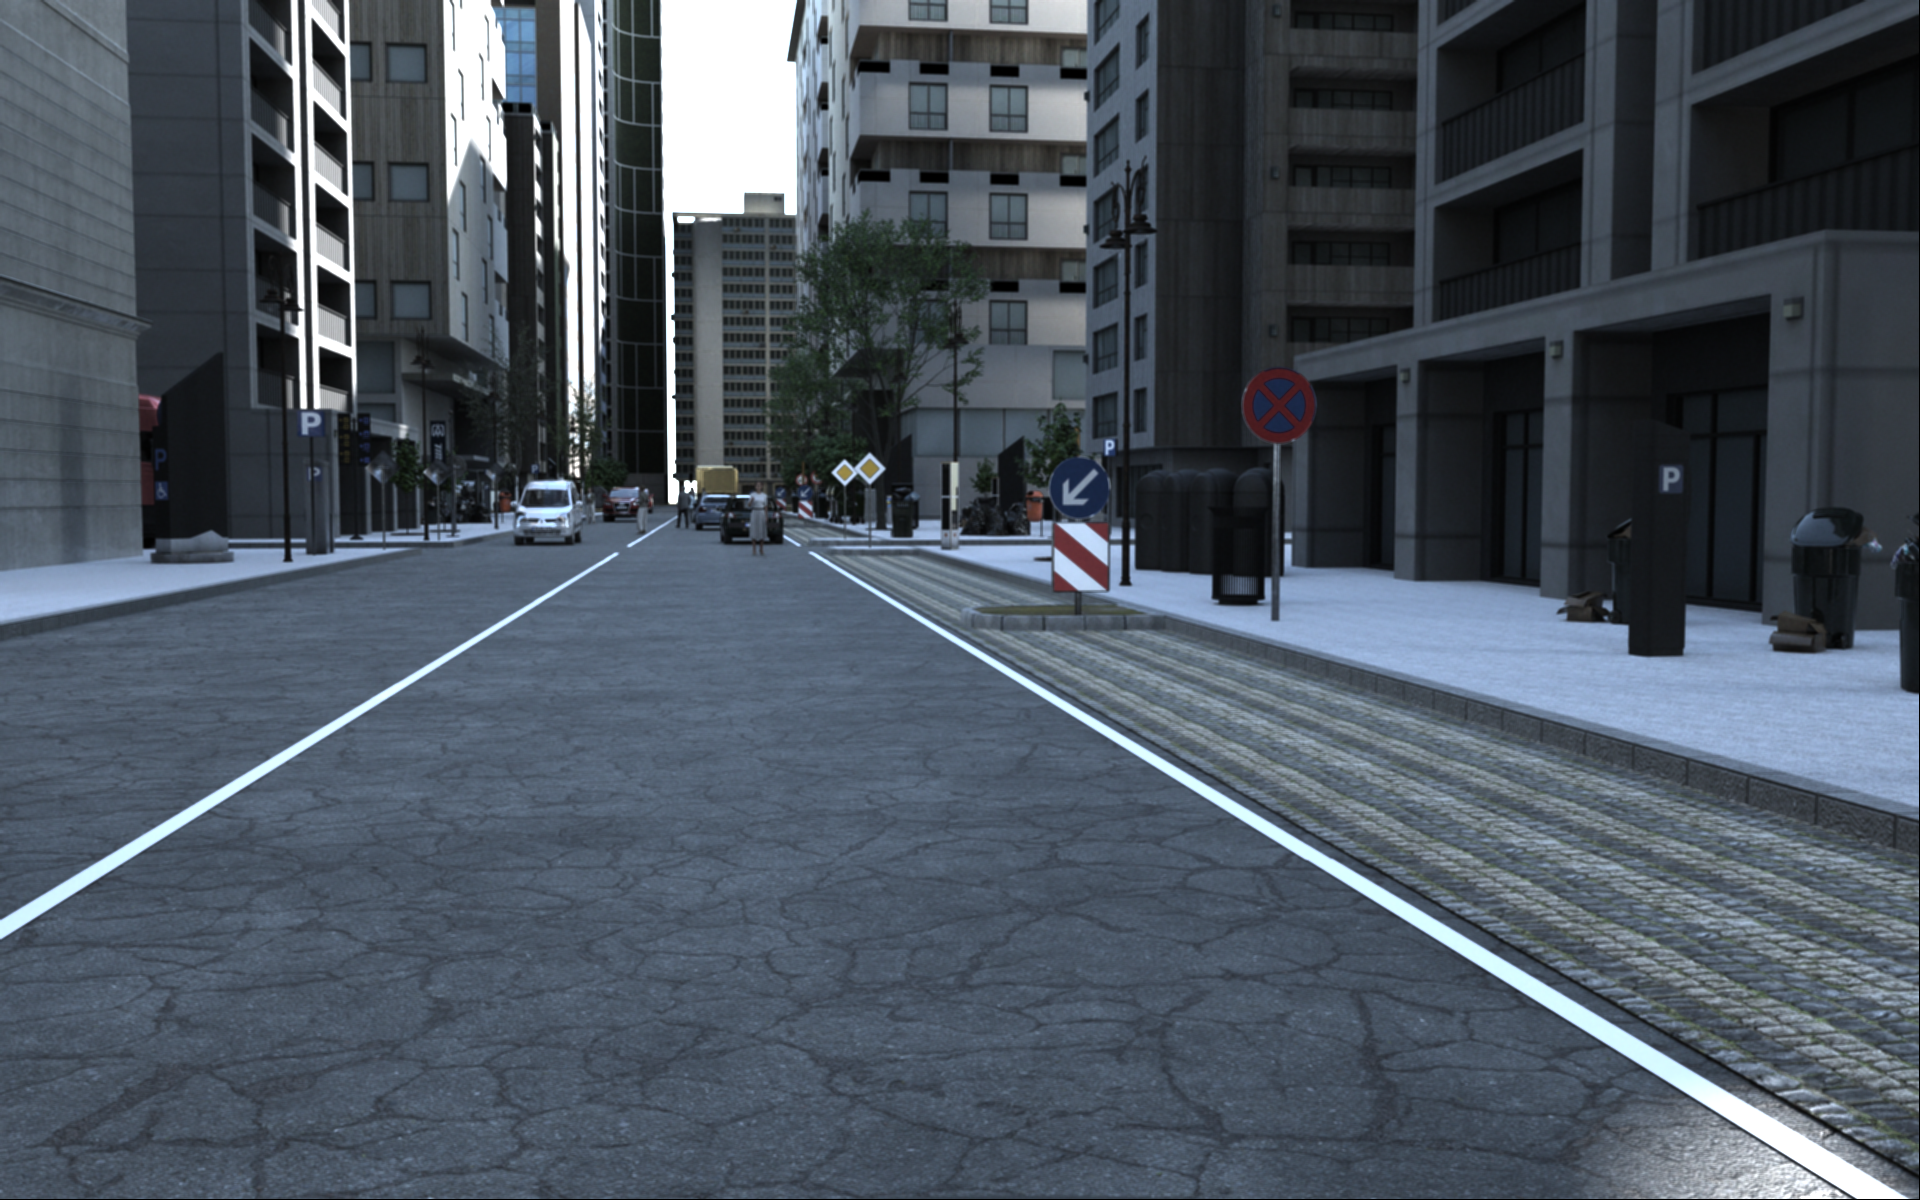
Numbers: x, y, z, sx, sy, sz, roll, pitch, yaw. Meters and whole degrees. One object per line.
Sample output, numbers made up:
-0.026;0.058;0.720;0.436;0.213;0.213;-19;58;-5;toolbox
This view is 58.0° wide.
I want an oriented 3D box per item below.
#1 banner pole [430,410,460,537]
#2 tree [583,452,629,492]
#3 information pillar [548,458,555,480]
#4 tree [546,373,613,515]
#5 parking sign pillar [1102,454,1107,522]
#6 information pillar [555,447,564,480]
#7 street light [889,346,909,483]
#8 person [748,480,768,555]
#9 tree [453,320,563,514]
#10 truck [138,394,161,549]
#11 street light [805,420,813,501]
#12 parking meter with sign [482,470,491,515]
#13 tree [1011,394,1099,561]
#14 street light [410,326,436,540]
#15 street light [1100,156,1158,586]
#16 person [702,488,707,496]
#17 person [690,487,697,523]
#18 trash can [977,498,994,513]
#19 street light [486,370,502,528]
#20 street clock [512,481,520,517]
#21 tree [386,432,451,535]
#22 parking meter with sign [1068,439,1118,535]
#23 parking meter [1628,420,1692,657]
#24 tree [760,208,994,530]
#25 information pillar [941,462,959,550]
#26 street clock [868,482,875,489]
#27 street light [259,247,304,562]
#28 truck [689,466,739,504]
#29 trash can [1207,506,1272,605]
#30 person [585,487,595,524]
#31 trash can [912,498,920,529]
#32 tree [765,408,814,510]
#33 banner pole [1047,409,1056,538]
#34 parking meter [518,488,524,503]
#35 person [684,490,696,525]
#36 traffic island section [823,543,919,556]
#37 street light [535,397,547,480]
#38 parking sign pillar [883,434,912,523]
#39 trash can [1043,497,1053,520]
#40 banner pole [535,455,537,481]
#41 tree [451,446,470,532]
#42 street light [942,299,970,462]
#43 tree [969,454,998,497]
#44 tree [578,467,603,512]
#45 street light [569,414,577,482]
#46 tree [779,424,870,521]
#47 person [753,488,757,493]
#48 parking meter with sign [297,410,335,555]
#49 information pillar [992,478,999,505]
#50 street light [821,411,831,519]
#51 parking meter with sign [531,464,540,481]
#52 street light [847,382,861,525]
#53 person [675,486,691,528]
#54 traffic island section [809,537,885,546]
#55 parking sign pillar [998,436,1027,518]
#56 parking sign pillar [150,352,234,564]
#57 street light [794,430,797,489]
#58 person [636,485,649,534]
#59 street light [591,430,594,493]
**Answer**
-15.477;-3.789;51.961;0.863;3.779;0.401;0;4;1;banner pole
-29.240;-9.846;144.698;4.285;4.588;4.351;0;3;0;tree
-26.611;-7.443;113.055;0.504;3.616;0.183;0;4;8;information pillar
-23.155;-9.511;105.874;4.737;8.622;4.395;0;3;0;tree
6.575;-5.129;72.334;1.447;3.967;1.447;2;4;35;parking sign pillar
-19.778;-5.789;86.000;0.183;3.616;0.504;0;4;6;information pillar
-1.903;-4.980;54.204;0.468;5.910;1.993;0;4;-8;street light
-4.733;-1.933;40.680;0.480;1.755;0.524;-1;4;-22;person
-18.826;-7.464;72.401;4.360;8.622;3.978;0;3;0;tree
-23.587;-3.200;41.232;11.283;4.237;2.839;-1;4;-8;truck
-9.197;-8.130;105.705;0.468;5.910;1.993;0;4;-8;street light
-29.749;-6.885;108.834;0.543;3.016;1.738;-2;4;-26;parking meter with sign
2.036;-2.377;33.468;1.663;3.219;1.824;0;3;0;tree
-14.775;-4.587;47.793;0.468;5.910;1.993;0;4;-8;street light
2.324;-3.140;24.122;0.468;5.910;1.993;0;4;-8;street light
-15.680;-5.968;106.192;0.853;1.813;0.709;-3;4;-39;person
-13.162;-4.705;85.613;0.473;1.802;0.592;2;4;24;person
1.056;-3.669;71.646;0.748;1.137;0.748;0;3;0;trash can
-17.320;-5.612;64.548;0.468;5.910;1.993;0;4;-8;street light
-24.049;-5.465;93.917;0.358;2.002;0.471;-3;5;-42;street clock
-17.156;-3.641;54.128;1.663;3.219;1.824;0;3;0;tree
4.127;-3.544;54.201;1.738;3.016;0.543;-3;5;-41;parking meter with sign
5.560;-0.492;13.753;0.399;1.863;0.255;-1;4;-16;parking meter
-2.734;-8.327;61.902;9.928;11.665;9.643;0;3;0;tree
-0.234;-2.172;40.007;0.304;2.012;0.304;3;4;39;information pillar
-4.329;-4.895;84.608;0.358;2.002;0.471;1;4;11;street clock
-12.734;-3.661;32.641;0.468;5.910;1.993;0;4;-8;street light
-16.659;-7.479;118.199;3.469;3.379;9.791;-1;4;-10;truck
3.239;-0.519;20.132;0.748;1.137;0.748;0;3;0;trash can
-17.805;-4.541;83.287;0.519;1.759;0.362;1;4;8;person
-1.816;-3.161;63.338;0.748;1.137;0.748;0;3;0;trash can
-13.535;-11.546;139.138;4.737;8.622;4.395;0;3;0;tree
2.865;-3.672;50.051;0.401;3.779;0.863;-2;4;-34;banner pole
-18.764;-4.022;74.173;0.372;1.533;0.369;0;3;0;parking meter
-12.562;-4.298;80.584;0.589;1.601;0.330;-3;4;-36;person
-2.130;-1.169;41.399;2.009;0.180;2.903;0;4;-8;traffic island section
-19.586;-6.627;81.144;0.468;5.910;1.993;0;4;-8;street light
-2.827;-5.434;77.316;1.447;3.967;1.447;-1;4;-18;parking sign pillar
4.362;-4.459;84.565;0.748;1.137;0.748;0;3;0;trash can
-27.311;-7.445;111.736;0.401;3.779;0.863;-1;4;-18;banner pole
-17.437;-3.934;58.918;1.663;3.219;1.824;0;3;0;tree
-0.109;-4.184;41.203;0.468;5.910;1.993;0;4;-8;street light
1.155;-5.474;84.104;1.663;3.219;1.824;0;3;0;tree
-26.590;-7.915;124.004;1.663;3.219;1.824;0;3;0;tree
-21.964;-7.683;98.406;0.468;5.910;1.993;0;4;-8;street light
-5.635;-5.993;81.695;4.285;4.588;4.351;0;3;0;tree
-9.641;-4.452;82.122;0.563;1.720;0.643;2;4;32;person
-13.718;-2.493;37.016;0.543;3.016;1.738;-1;4;-12;parking meter with sign
1.584;-4.466;77.508;0.304;2.012;0.304;1;4;12;information pillar
-6.829;-7.081;88.562;0.468;5.910;1.993;0;4;-8;street light
-24.562;-6.466;101.975;0.543;3.016;1.738;1;4;17;parking meter with sign
-4.392;-6.049;71.685;0.468;5.910;1.993;0;4;-8;street light
-11.725;-3.934;73.218;0.661;1.777;0.834;-3;4;-38;person
-3.252;-1.653;49.305;2.009;0.180;2.903;0;4;-8;traffic island section
2.437;-5.631;80.531;1.447;3.967;1.447;2;4;26;parking sign pillar
-14.454;-2.693;32.511;1.447;3.967;1.447;2;4;26;parking sign pillar
-11.685;-9.185;122.961;0.468;5.910;1.993;0;4;-8;street light
-11.487;-3.272;62.549;0.362;1.759;0.519;2;4;31;person
-24.475;-8.711;115.205;0.468;5.910;1.993;0;4;-8;street light
